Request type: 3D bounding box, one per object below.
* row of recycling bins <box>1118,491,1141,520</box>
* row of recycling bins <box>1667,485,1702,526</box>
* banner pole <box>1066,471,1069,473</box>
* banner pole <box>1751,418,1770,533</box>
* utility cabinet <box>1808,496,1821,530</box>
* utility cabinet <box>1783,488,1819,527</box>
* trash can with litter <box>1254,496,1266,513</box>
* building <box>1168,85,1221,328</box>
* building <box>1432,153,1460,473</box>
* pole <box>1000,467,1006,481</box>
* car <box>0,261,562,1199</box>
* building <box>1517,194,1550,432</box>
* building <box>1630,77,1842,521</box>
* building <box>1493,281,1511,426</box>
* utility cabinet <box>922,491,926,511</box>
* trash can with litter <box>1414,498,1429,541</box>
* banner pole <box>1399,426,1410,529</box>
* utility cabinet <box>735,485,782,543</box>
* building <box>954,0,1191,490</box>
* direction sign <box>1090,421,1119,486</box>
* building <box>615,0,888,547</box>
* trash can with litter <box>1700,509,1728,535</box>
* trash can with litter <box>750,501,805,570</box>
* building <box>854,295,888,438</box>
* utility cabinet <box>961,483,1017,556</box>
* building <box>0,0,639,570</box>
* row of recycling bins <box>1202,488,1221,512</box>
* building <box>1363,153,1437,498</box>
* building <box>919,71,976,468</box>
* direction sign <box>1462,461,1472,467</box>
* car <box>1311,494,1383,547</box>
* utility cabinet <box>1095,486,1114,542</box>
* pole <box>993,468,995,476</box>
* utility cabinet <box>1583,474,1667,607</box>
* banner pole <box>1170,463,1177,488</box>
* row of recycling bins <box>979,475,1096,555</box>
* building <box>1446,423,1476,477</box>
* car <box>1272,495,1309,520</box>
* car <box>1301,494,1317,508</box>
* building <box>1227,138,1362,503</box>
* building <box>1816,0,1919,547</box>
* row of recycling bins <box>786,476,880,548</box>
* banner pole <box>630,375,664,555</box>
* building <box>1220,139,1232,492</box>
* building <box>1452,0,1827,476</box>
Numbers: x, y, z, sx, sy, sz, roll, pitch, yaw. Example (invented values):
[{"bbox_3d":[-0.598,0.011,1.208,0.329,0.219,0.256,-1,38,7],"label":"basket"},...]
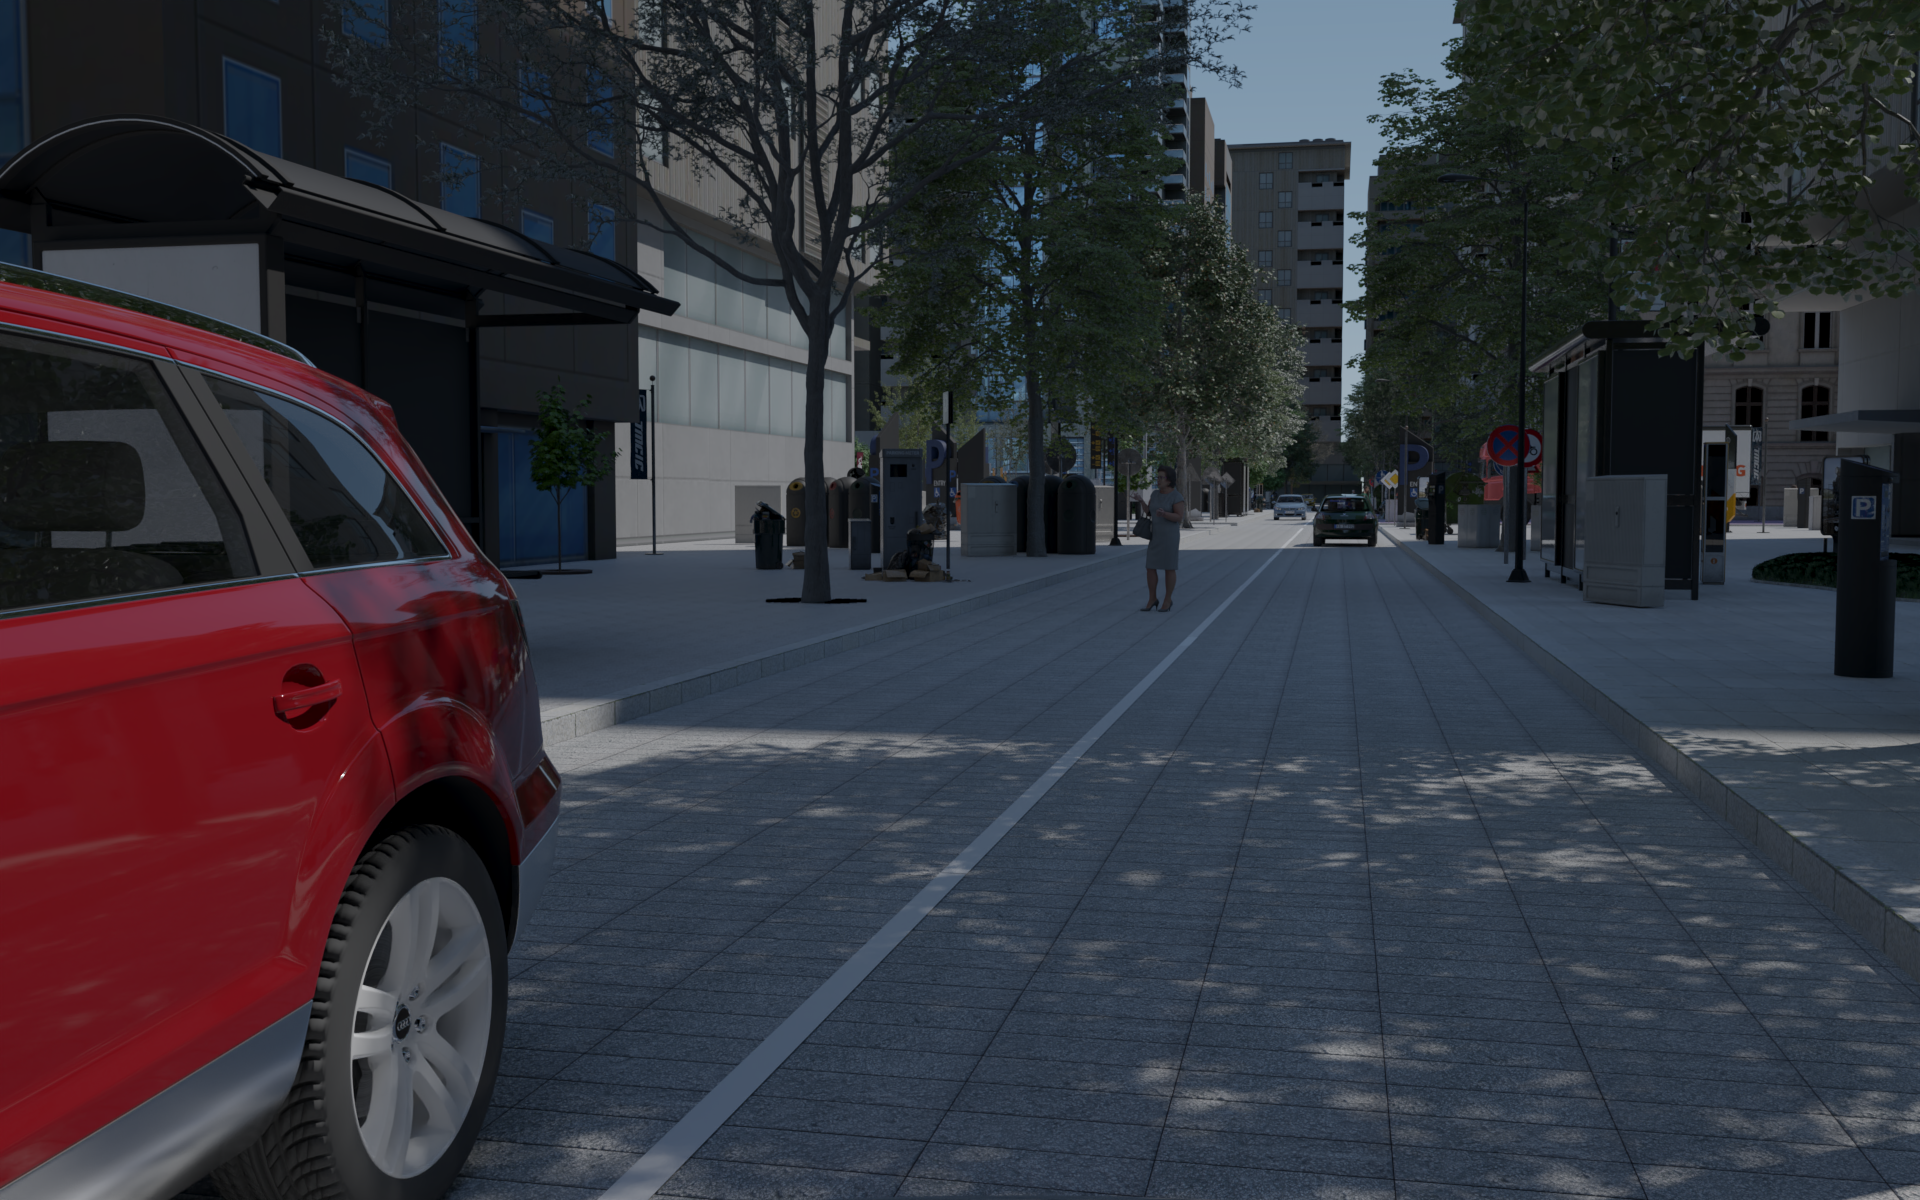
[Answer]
[{"bbox_3d":[7.796,-4.839,86.222,3.534,1.692,1.069,1,4,19],"label":"row of recycling bins"},{"bbox_3d":[23.189,-3.099,57.786,1.069,1.692,3.534,-2,4,-32],"label":"row of recycling bins"},{"bbox_3d":[6.206,-6.720,99.885,0.401,3.779,0.863,0,4,-8],"label":"banner pole"},{"bbox_3d":[26.381,-4.105,57.131,0.401,3.779,0.863,-1,4,-17],"label":"banner pole"},{"bbox_3d":[30.593,-3.065,61.278,1.020,1.237,0.306,0,4,-3],"label":"utility cabinet"},{"bbox_3d":[32.116,-3.515,66.150,1.173,1.500,0.318,2,4,24],"label":"utility cabinet"},{"bbox_3d":[20.745,-6.646,120.052,0.624,1.170,1.055,2,4,27],"label":"trash can with litter"},{"bbox_3d":[20.785,-33.225,193.337,14.600,45.320,14.200,1,4,12],"label":"building"},{"bbox_3d":[63.537,-31.963,206.193,14.154,41.232,14.086,1,4,12],"label":"building"},{"bbox_3d":[3.195,-8.481,132.511,0.158,3.312,0.155,0,3,0],"label":"pole"},{"bbox_3d":[-2.293,0.402,2.096,2.281,1.827,5.304,1,4,10],"label":"car"},{"bbox_3d":[39.132,-15.659,105.173,9.793,20.994,18.267,1,4,12],"label":"building"},{"bbox_3d":[47.916,-16.362,86.610,34.723,24.649,14.460,1,4,12],"label":"building"},{"bbox_3d":[47.751,-19.052,130.588,14.460,24.649,34.723,1,4,12],"label":"building"},{"bbox_3d":[-2.885,-7.150,125.586,0.318,1.500,1.173,2,4,29],"label":"utility cabinet"},{"bbox_3d":[13.034,-2.246,48.106,0.624,1.170,1.055,0,4,-7],"label":"trash can with litter"},{"bbox_3d":[16.439,-4.520,63.920,0.401,3.779,0.863,1,4,13],"label":"banner pole"},{"bbox_3d":[-5.162,-2.184,44.388,1.173,1.500,0.318,0,4,-1],"label":"utility cabinet"},{"bbox_3d":[12.466,-52.485,170.800,22.319,86.520,31.000,1,4,12],"label":"building"},{"bbox_3d":[4.494,-3.788,53.925,0.876,3.537,0.379,0,4,-2],"label":"direction sign"},{"bbox_3d":[-18.123,-28.347,52.710,27.495,52.752,28.713,1,4,12],"label":"building"},{"bbox_3d":[23.243,-2.597,53.856,1.055,1.170,0.624,0,4,6],"label":"trash can with litter"},{"bbox_3d":[-3.037,-1.115,29.610,1.055,1.170,0.624,-1,4,-16],"label":"trash can with litter"},{"bbox_3d":[-20.590,-36.522,220.843,21.600,48.544,21.300,1,4,12],"label":"building"},{"bbox_3d":[0.600,-1.652,35.692,1.173,1.500,0.318,-2,4,-29],"label":"utility cabinet"},{"bbox_3d":[-14.642,-23.104,27.855,14.600,45.320,14.200,1,4,12],"label":"building"},{"bbox_3d":[17.619,-7.029,122.039,1.069,1.692,3.534,-3,5,-45],"label":"row of recycling bins"},{"bbox_3d":[68.854,-38.168,247.745,21.600,48.544,21.300,1,4,12],"label":"building"},{"bbox_3d":[4.079,-38.105,212.251,27.495,52.752,28.713,1,4,12],"label":"building"},{"bbox_3d":[34.959,-7.804,119.594,0.379,3.537,0.876,-2,4,-33],"label":"direction sign"},{"bbox_3d":[10.854,-2.377,48.653,2.009,1.686,4.222,1,4,14],"label":"car"},{"bbox_3d":[3.565,-2.271,45.812,1.173,1.500,0.318,-3,4,-37],"label":"utility cabinet"},{"bbox_3d":[2.654,-8.691,135.934,0.158,3.312,0.155,0,3,0],"label":"pole"},{"bbox_3d":[7.631,-0.688,19.936,0.318,1.500,1.173,-1,4,-12],"label":"utility cabinet"},{"bbox_3d":[10.013,-5.530,80.432,0.863,3.779,0.401,1,4,12],"label":"banner pole"},{"bbox_3d":[1.644,-1.889,37.994,1.069,1.692,3.534,-3,5,-40],"label":"row of recycling bins"},{"bbox_3d":[63.387,-45.831,187.592,20.563,71.187,20.611,1,4,12],"label":"building"},{"bbox_3d":[18.282,-5.127,95.829,2.014,1.417,4.499,1,4,12],"label":"car"},{"bbox_3d":[36.743,-10.589,183.350,2.015,1.641,3.980,1,4,13],"label":"car"},{"bbox_3d":[45.754,-40.835,256.892,27.495,52.752,28.713,1,4,12],"label":"building"},{"bbox_3d":[33.895,-27.265,35.014,28.713,52.752,27.495,1,4,12],"label":"building"},{"bbox_3d":[-3.009,-2.118,41.747,1.069,1.692,3.534,-3,4,-39],"label":"row of recycling bins"},{"bbox_3d":[-6.624,-2.838,36.417,0.401,3.779,0.863,3,5,39],"label":"banner pole"},{"bbox_3d":[26.056,-34.576,215.430,14.200,45.320,14.600,1,4,12],"label":"building"},{"bbox_3d":[61.891,-35.128,163.582,28.713,52.752,27.495,1,4,12],"label":"building"}]
